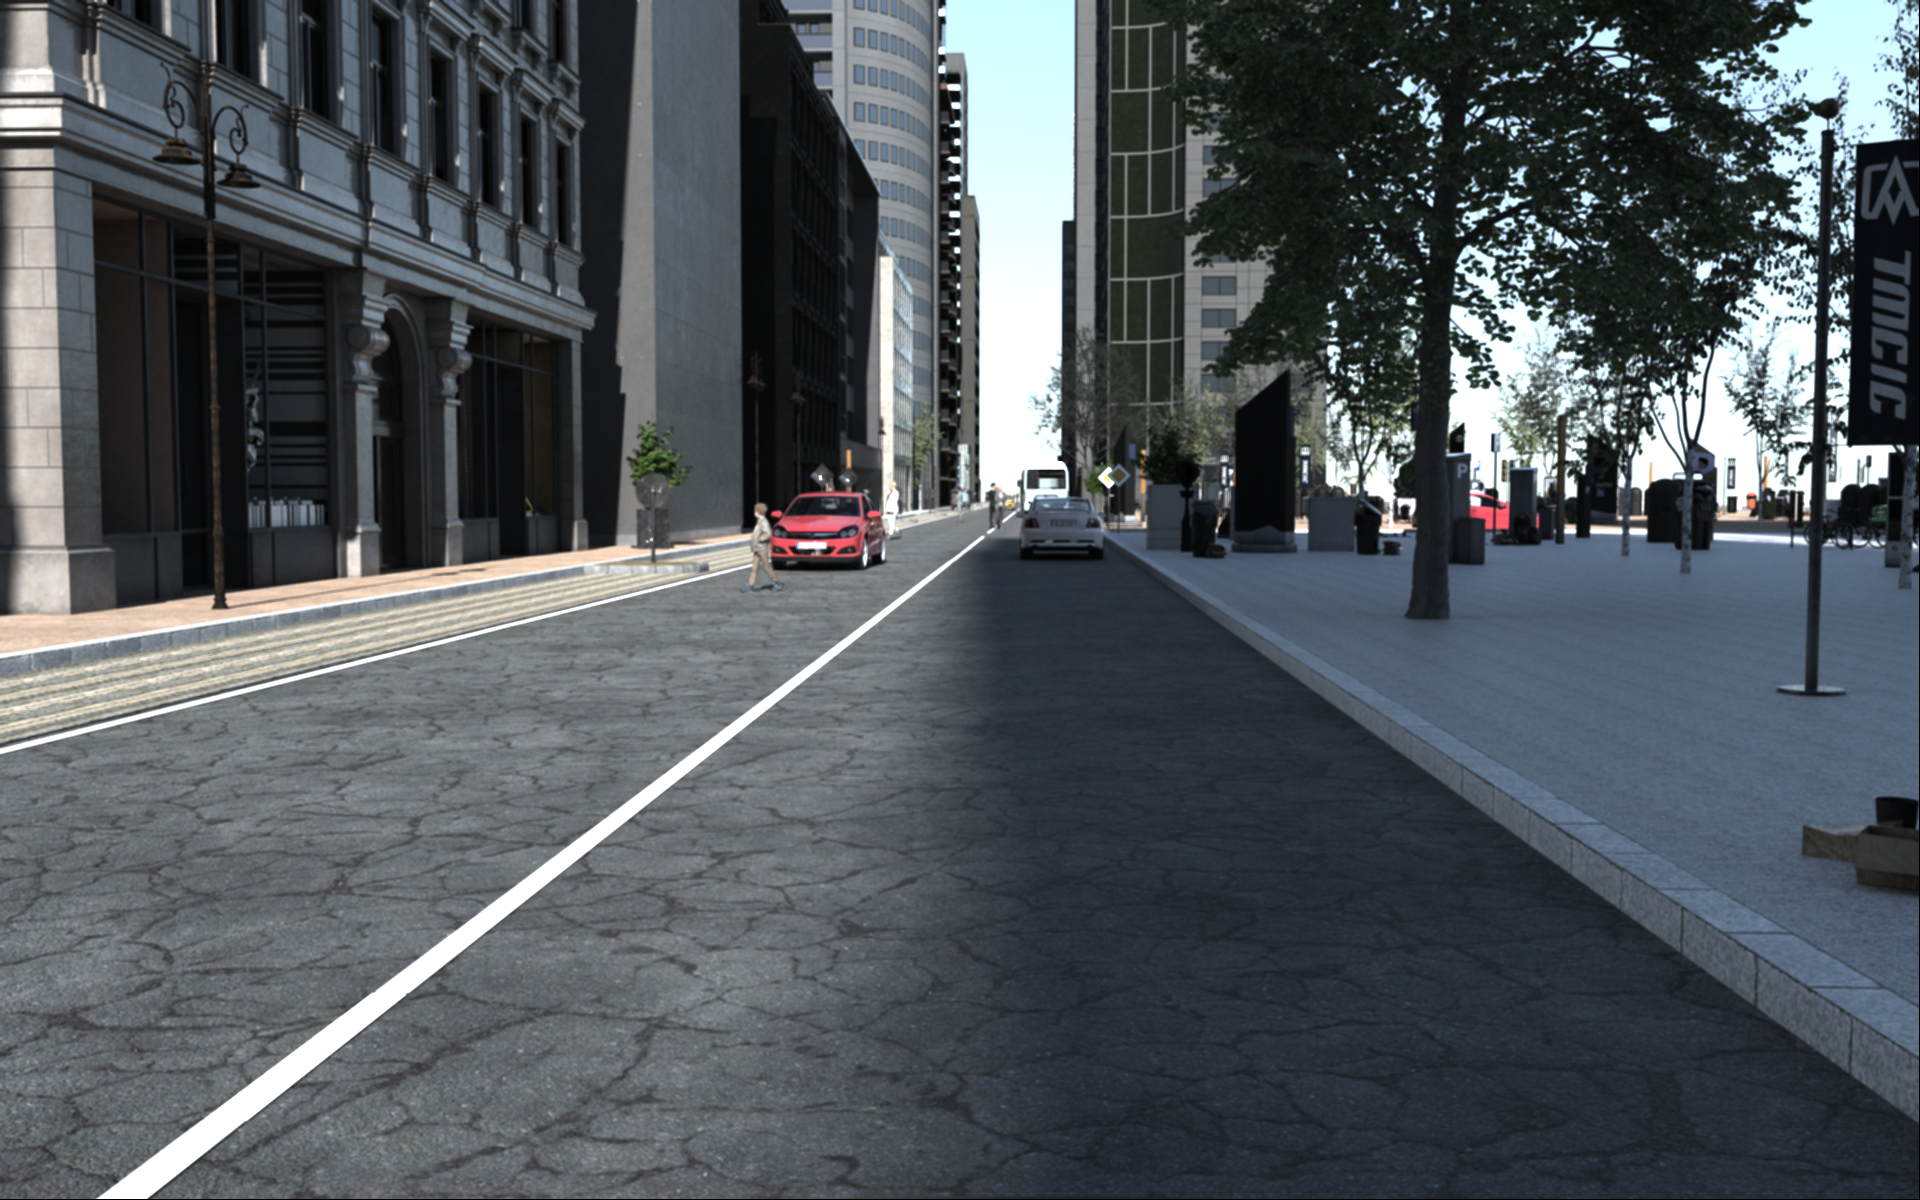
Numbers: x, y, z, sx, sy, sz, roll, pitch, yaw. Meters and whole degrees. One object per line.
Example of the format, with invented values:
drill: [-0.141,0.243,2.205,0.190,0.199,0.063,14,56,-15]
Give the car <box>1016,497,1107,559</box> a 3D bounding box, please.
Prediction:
car: [2.317,-1.662,39.540,2.083,1.381,4.827,0,4,3]

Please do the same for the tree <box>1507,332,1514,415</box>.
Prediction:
tree: [13.997,-5.245,36.110,4.360,8.622,3.978,0,3,0]

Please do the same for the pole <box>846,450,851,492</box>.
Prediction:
pole: [-5.150,-5.282,80.200,0.158,3.312,0.155,0,3,0]

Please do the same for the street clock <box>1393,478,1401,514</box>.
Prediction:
street clock: [19.696,-4.498,78.104,0.358,2.002,0.471,1,4,23]

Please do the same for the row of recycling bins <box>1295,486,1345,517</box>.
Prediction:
row of recycling bins: [19.565,-5.368,94.884,1.069,1.692,3.534,-3,5,-40]

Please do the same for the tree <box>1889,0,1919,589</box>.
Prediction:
tree: [12.839,-4.474,23.521,4.360,8.622,3.978,0,3,0]

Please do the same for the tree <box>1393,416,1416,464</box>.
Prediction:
tree: [35.721,-11.285,134.878,4.360,8.622,3.978,0,3,0]

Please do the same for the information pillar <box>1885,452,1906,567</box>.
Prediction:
information pillar: [16.426,-1.582,30.352,0.304,2.012,0.304,3,4,36]

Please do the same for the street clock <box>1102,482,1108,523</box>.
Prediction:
street clock: [6.595,-4.497,78.098,0.358,2.002,0.471,-1,4,-17]

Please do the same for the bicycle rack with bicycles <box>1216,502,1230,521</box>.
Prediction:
bicycle rack with bicycles: [13.209,-4.202,82.088,2.925,0.926,2.852,0,4,7]

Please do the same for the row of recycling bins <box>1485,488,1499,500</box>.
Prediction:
row of recycling bins: [35.723,-6.826,118.725,1.069,1.692,3.534,-1,4,-16]

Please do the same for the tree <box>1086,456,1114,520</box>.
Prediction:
tree: [7.657,-5.666,87.241,1.663,3.219,1.824,0,3,0]

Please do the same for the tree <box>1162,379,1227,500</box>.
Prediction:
tree: [15.120,-9.799,110.571,4.737,8.622,4.395,0,3,0]

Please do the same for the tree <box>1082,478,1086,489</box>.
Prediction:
tree: [8.607,-6.735,104.719,1.663,3.219,1.824,0,3,0]

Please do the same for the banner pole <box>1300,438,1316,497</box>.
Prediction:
banner pole: [15.536,-5.331,77.173,0.863,3.779,0.401,0,4,2]

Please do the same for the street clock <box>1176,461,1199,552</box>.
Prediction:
street clock: [5.029,-2.067,38.370,0.471,2.002,0.358,3,5,44]

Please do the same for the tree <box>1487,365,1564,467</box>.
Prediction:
tree: [32.434,-9.124,99.539,4.737,8.622,4.395,0,3,0]

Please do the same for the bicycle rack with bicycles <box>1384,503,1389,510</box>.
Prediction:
bicycle rack with bicycles: [31.713,-6.870,125.706,2.852,0.926,2.925,0,4,1]

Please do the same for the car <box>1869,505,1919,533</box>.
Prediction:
car: [33.187,-3.019,58.161,4.718,1.807,1.959,0,4,2]

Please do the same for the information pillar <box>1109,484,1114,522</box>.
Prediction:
information pillar: [6.410,-4.173,72.715,0.304,2.012,0.304,1,4,9]

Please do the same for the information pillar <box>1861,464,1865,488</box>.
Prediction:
information pillar: [69.627,-8.699,133.583,0.504,3.616,0.183,-3,5,-44]

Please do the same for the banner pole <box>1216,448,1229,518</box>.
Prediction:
banner pole: [14.081,-6.320,93.341,0.863,3.779,0.401,1,4,14]

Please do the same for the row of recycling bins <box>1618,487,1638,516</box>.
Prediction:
row of recycling bins: [39.359,-5.810,102.104,3.534,1.692,1.069,1,4,15]

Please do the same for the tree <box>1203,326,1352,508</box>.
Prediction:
tree: [13.376,-7.511,73.161,4.360,8.622,3.978,0,3,0]

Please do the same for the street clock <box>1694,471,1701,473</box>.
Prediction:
street clock: [22.981,-3.027,54.055,0.471,2.002,0.358,1,4,16]

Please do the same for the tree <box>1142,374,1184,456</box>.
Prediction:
tree: [13.005,-9.325,102.827,4.360,8.622,3.978,0,3,0]

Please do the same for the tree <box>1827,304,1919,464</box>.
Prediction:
tree: [28.639,-6.244,52.459,4.737,8.622,4.395,0,3,0]

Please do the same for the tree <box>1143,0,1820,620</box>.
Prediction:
tree: [5.196,-6.095,17.786,7.486,12.596,7.792,0,3,0]

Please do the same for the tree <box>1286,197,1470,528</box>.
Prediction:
tree: [9.773,-5.606,42.016,4.737,8.622,4.395,0,3,0]

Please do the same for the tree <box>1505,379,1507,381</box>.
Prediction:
tree: [23.914,-7.310,69.879,4.360,8.622,3.978,0,3,0]

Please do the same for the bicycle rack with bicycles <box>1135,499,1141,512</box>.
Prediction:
bicycle rack with bicycles: [12.344,-6.783,124.286,2.852,0.926,2.925,0,4,-7]

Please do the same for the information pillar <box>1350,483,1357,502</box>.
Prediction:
information pillar: [26.937,-6.978,118.578,0.304,2.012,0.304,-2,4,-31]

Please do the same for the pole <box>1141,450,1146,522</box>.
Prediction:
pole: [8.451,-5.263,79.894,0.158,3.312,0.155,0,3,0]

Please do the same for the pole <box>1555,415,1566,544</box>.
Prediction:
pole: [15.480,-3.105,44.608,0.158,3.312,0.155,0,3,0]

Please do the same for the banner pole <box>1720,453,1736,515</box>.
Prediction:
banner pole: [47.021,-7.094,105.998,0.863,3.779,0.401,3,4,37]

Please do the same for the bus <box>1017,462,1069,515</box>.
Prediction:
bus: [5.075,-6.822,106.406,2.948,3.499,13.247,0,4,1]

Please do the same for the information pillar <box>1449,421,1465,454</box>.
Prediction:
information pillar: [16.033,-3.946,55.878,0.504,3.616,0.183,2,4,28]

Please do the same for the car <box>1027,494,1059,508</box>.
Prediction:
car: [4.637,-4.944,92.632,2.131,1.459,4.920,0,4,4]

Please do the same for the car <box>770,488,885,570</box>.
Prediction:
car: [-2.561,-1.528,34.028,2.155,1.783,4.494,0,4,5]

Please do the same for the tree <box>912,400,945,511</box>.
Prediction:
tree: [-3.340,-11.245,134.224,4.737,8.622,4.395,0,3,0]

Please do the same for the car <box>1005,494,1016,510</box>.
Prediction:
car: [4.015,-8.846,154.857,2.015,1.641,3.980,0,4,1]

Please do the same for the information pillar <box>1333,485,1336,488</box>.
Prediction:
information pillar: [29.880,-8.165,137.990,0.304,2.012,0.304,3,5,43]

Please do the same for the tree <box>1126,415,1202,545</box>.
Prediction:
tree: [5.164,-2.918,42.307,1.663,3.219,1.824,0,3,0]

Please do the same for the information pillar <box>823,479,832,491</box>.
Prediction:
information pillar: [-5.514,-4.125,71.932,0.304,2.012,0.304,-3,5,-44]

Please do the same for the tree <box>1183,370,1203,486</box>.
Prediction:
tree: [14.930,-8.902,95.917,4.360,8.622,3.978,0,3,0]

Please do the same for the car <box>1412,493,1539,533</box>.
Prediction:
car: [18.070,-3.138,60.350,4.494,1.783,2.155,0,4,2]

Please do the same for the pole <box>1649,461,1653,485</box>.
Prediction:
pole: [43.009,-6.973,107.853,0.158,3.312,0.155,0,3,0]

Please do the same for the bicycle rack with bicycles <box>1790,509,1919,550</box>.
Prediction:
bicycle rack with bicycles: [21.051,-1.687,40.968,2.852,0.926,2.925,-1,4,-18]

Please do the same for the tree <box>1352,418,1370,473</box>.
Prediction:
tree: [26.825,-10.496,121.972,4.360,8.622,3.978,0,3,0]

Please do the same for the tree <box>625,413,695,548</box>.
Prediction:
tree: [-7.349,-2.847,41.155,1.663,3.219,1.824,0,3,0]

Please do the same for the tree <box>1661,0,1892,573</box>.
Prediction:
tree: [11.799,-4.760,28.191,4.360,8.622,3.978,0,3,0]

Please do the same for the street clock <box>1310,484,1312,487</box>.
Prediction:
street clock: [25.771,-7.446,126.304,0.471,2.002,0.358,-3,4,-37]

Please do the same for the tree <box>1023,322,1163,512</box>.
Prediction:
tree: [9.521,-13.111,124.727,12.009,13.543,11.850,0,3,0]

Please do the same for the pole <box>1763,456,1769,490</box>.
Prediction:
pole: [42.787,-6.002,91.975,0.158,3.312,0.155,0,3,0]

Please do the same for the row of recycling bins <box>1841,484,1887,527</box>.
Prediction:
row of recycling bins: [36.244,-3.726,68.028,1.069,1.692,3.534,-2,4,-26]

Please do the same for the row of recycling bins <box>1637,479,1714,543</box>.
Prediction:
row of recycling bins: [19.625,-2.440,47.007,1.069,1.692,3.534,3,5,40]
